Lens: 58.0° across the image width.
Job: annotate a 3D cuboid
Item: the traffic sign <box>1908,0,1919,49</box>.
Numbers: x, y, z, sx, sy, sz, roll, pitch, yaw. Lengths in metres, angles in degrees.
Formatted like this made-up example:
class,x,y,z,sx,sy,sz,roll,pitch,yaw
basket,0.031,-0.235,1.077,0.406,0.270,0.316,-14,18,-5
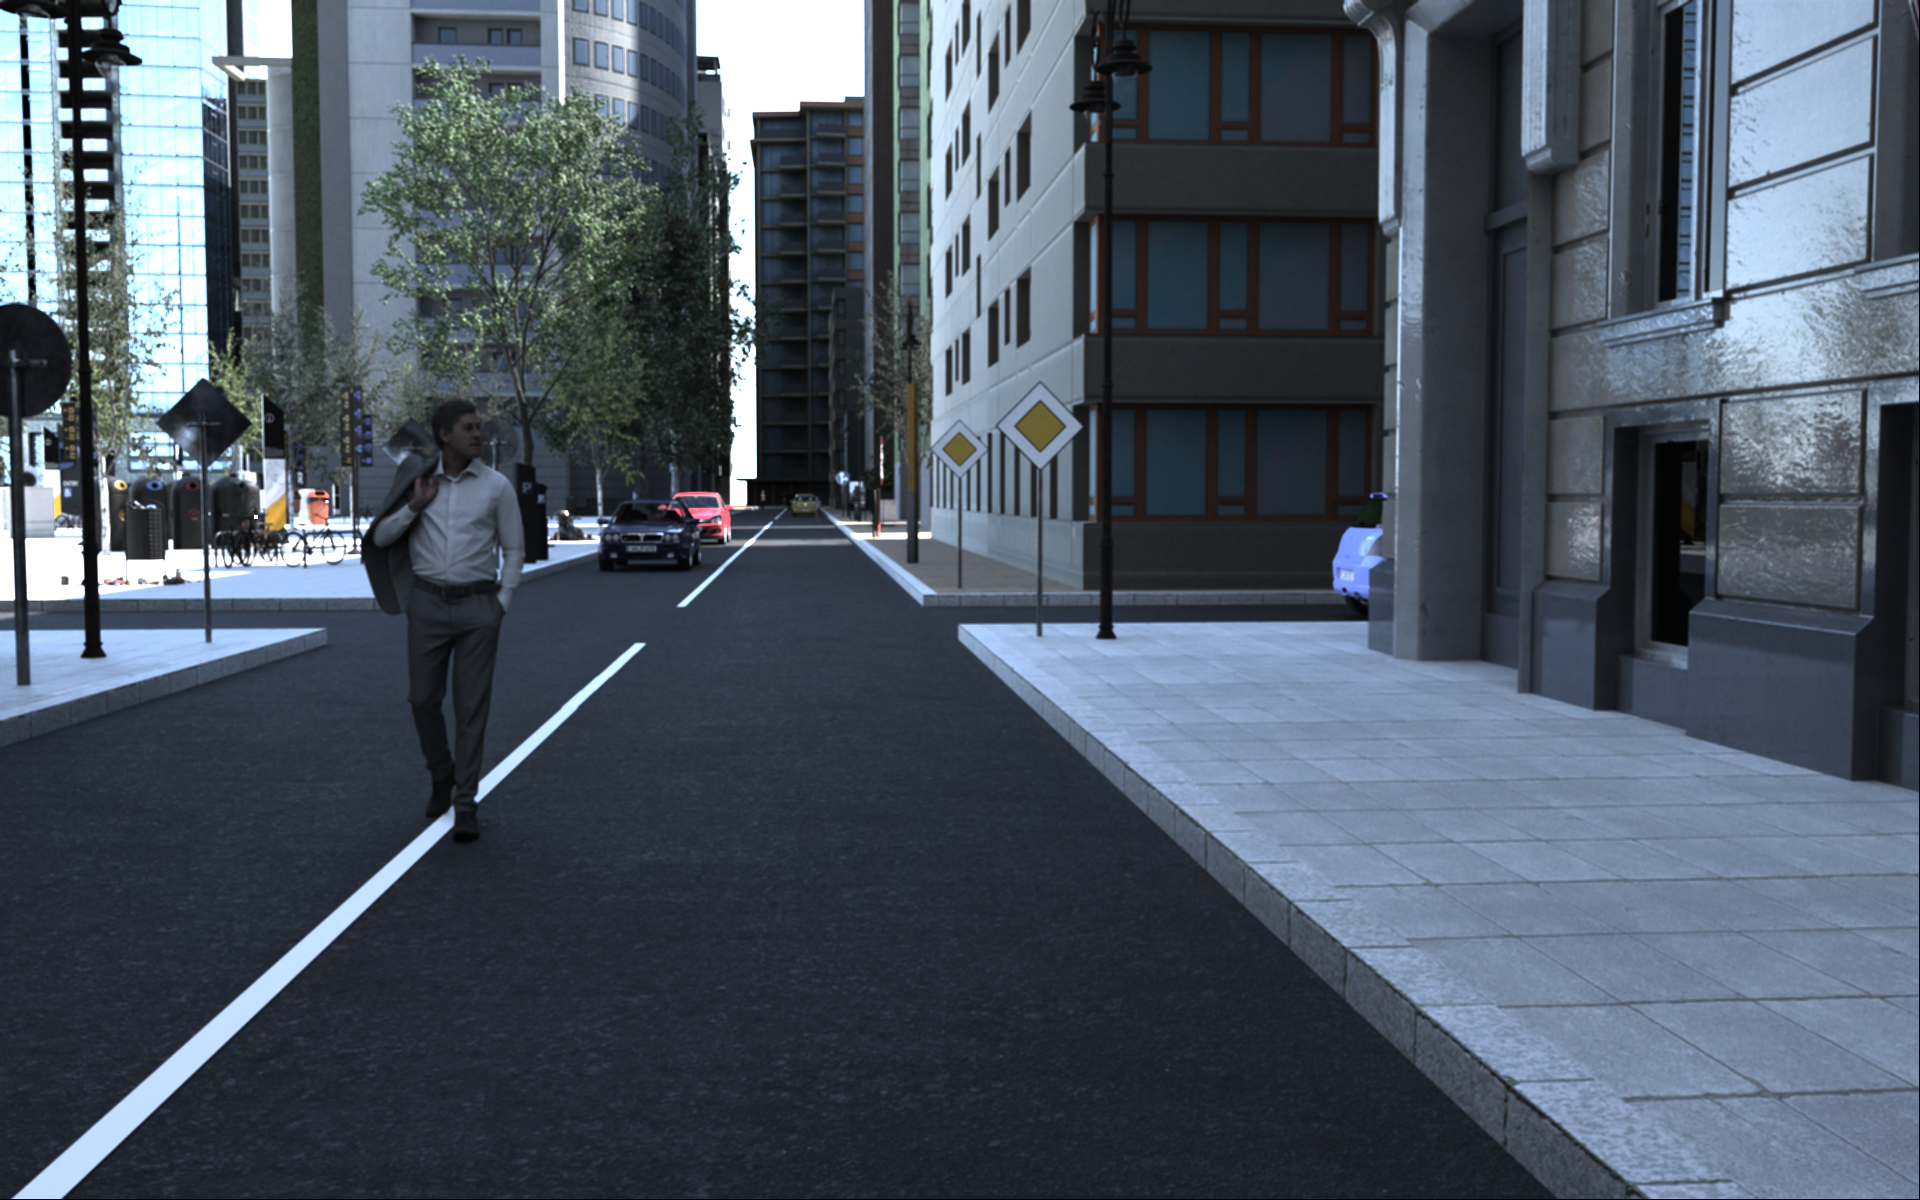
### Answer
class,x,y,z,sx,sy,sz,roll,pitch,yaw
traffic sign,1.957,-0.175,2.975,0.768,2.556,0.104,0,4,0

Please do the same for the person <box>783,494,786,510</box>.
class,x,y,z,sx,sy,sz,roll,pitch,yaw
person,-16.214,-9.033,159.405,0.599,1.433,0.991,0,4,-4

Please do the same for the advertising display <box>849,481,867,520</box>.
class,x,y,z,sx,sy,sz,roll,pitch,yaw
advertising display,-5.020,-4.881,85.024,0.974,1.923,0.123,2,4,29

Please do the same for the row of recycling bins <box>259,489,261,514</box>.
class,x,y,z,sx,sy,sz,roll,pitch,yaw
row of recycling bins,-21.759,-2.580,49.304,3.534,1.692,1.069,-1,4,-12

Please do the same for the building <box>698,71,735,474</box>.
class,x,y,z,sx,sy,sz,roll,pitch,yaw
building,-40.343,-34.972,191.408,30.456,49.044,23.786,0,4,-5

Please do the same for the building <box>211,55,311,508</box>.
class,x,y,z,sx,sy,sz,roll,pitch,yaw
building,-48.667,-28.242,153.632,23.993,40.220,32.217,0,4,-5

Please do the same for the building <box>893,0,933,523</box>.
class,x,y,z,sx,sy,sz,roll,pitch,yaw
building,3.404,-24.964,91.754,14.154,41.232,14.086,0,4,-5

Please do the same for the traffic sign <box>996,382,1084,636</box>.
class,x,y,z,sx,sy,sz,roll,pitch,yaw
traffic sign,0.714,-0.729,15.564,0.795,2.450,0.064,0,4,-5

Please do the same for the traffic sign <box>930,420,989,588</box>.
class,x,y,z,sx,sy,sz,roll,pitch,yaw
traffic sign,-0.009,-1.216,23.516,0.795,2.450,0.064,0,4,-5

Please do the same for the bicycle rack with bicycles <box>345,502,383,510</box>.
class,x,y,z,sx,sy,sz,roll,pitch,yaw
bicycle rack with bicycles,-26.210,-3.949,77.948,2.852,0.926,2.925,1,4,15

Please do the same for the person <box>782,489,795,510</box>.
class,x,y,z,sx,sy,sz,roll,pitch,yaw
person,-15.243,-8.941,154.312,1.348,1.869,0.705,0,4,3

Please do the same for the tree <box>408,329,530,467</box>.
class,x,y,z,sx,sy,sz,roll,pitch,yaw
tree,-20.470,-7.489,72.801,4.360,8.622,3.978,0,3,0

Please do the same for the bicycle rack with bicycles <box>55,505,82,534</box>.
class,x,y,z,sx,sy,sz,roll,pitch,yaw
bicycle rack with bicycles,-27.061,-2.576,55.504,2.925,0.926,2.852,2,4,26

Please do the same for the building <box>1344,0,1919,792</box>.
class,x,y,z,sx,sy,sz,roll,pitch,yaw
building,10.452,-13.362,4.376,13.634,28.700,20.117,0,4,-5

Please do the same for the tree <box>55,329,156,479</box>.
class,x,y,z,sx,sy,sz,roll,pitch,yaw
tree,-38.760,-7.814,78.125,4.737,8.622,4.395,0,3,0

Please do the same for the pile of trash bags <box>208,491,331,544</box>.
class,x,y,z,sx,sy,sz,roll,pitch,yaw
pile of trash bags,-17.998,-2.145,44.817,3.447,1.369,1.912,-3,5,-44

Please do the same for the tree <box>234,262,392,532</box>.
class,x,y,z,sx,sy,sz,roll,pitch,yaw
tree,-21.319,-6.425,55.408,4.360,8.622,3.978,0,3,0

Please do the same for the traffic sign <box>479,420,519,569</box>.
class,x,y,z,sx,sy,sz,roll,pitch,yaw
traffic sign,-7.935,-1.805,29.625,0.768,2.556,0.104,0,4,-5

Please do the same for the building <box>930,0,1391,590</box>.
class,x,y,z,sx,sy,sz,roll,pitch,yaw
building,14.785,-11.771,37.497,28.899,21.520,27.650,0,4,-5

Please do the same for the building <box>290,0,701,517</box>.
class,x,y,z,sx,sy,sz,roll,pitch,yaw
building,-28.017,-34.714,109.577,21.231,58.520,28.212,0,4,-5

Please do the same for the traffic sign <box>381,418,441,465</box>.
class,x,y,z,sx,sy,sz,roll,pitch,yaw
traffic sign,-7.225,-1.177,22.883,0.795,2.450,0.064,0,4,-5

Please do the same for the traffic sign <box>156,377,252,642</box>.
class,x,y,z,sx,sy,sz,roll,pitch,yaw
traffic sign,-6.502,-0.690,14.931,0.795,2.450,0.064,0,4,-5

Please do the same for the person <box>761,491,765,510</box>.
class,x,y,z,sx,sy,sz,roll,pitch,yaw
person,-17.967,-9.161,158.816,0.750,1.759,0.617,2,4,31

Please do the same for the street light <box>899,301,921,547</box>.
class,x,y,z,sx,sy,sz,roll,pitch,yaw
street light,-1.205,-4.209,41.601,0.468,5.910,1.993,0,4,-5

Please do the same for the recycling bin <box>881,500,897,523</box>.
class,x,y,z,sx,sy,sz,roll,pitch,yaw
recycling bin,-3.291,-4.029,78.420,0.722,1.027,0.722,-1,4,-17

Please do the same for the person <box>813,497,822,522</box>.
class,x,y,z,sx,sy,sz,roll,pitch,yaw
person,-7.204,-4.571,87.508,0.475,1.303,0.640,-3,5,-40

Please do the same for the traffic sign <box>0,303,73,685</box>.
class,x,y,z,sx,sy,sz,roll,pitch,yaw
traffic sign,-6.300,-0.702,11.576,0.768,2.556,0.104,0,4,4

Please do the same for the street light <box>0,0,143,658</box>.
class,x,y,z,sx,sy,sz,roll,pitch,yaw
street light,-6.820,-2.487,13.454,0.468,5.910,1.993,0,4,-5

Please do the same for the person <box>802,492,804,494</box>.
class,x,y,z,sx,sy,sz,roll,pitch,yaw
person,-12.599,-7.872,138.680,0.415,1.643,0.593,-3,5,-41

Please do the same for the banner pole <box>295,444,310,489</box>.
class,x,y,z,sx,sy,sz,roll,pitch,yaw
banner pole,-31.663,-5.721,83.550,0.863,3.779,0.401,-3,4,-37

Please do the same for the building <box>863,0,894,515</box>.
class,x,y,z,sx,sy,sz,roll,pitch,yaw
building,1.282,-27.869,105.774,14.600,45.320,14.200,0,4,-5

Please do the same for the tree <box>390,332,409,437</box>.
class,x,y,z,sx,sy,sz,roll,pitch,yaw
tree,-23.562,-7.083,66.177,4.360,8.622,3.978,0,3,0

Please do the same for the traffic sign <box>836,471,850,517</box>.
class,x,y,z,sx,sy,sz,roll,pitch,yaw
traffic sign,-6.402,-5.794,94.833,0.768,2.556,0.104,0,4,-4

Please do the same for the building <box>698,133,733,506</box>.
class,x,y,z,sx,sy,sz,roll,pitch,yaw
building,-26.781,-22.969,147.239,14.160,30.474,14.107,0,4,-5

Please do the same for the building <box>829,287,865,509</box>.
class,x,y,z,sx,sy,sz,roll,pitch,yaw
building,1.978,-19.280,160.261,27.650,21.520,28.899,0,4,-5

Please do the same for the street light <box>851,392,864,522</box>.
class,x,y,z,sx,sy,sz,roll,pitch,yaw
street light,-4.562,-6.465,78.488,0.468,5.910,1.993,0,4,-5

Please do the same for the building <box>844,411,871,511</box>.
class,x,y,z,sx,sy,sz,roll,pitch,yaw
building,2.851,-49.843,127.610,22.319,86.520,31.000,0,4,-5

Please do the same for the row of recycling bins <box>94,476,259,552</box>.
class,x,y,z,sx,sy,sz,roll,pitch,yaw
row of recycling bins,-18.156,-1.997,39.761,3.534,1.692,1.069,-3,5,-44

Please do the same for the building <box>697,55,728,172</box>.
class,x,y,z,sx,sy,sz,roll,pitch,yaw
building,-28.968,-29.381,163.975,14.086,41.232,14.154,0,4,-5

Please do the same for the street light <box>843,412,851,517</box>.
class,x,y,z,sx,sy,sz,roll,pitch,yaw
street light,-6.304,-7.625,97.451,0.468,5.910,1.993,0,4,-5

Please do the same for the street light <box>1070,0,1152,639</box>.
class,x,y,z,sx,sy,sz,roll,pitch,yaw
street light,1.299,-2.595,15.215,0.468,5.910,1.993,0,4,-5

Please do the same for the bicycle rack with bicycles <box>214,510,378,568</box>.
class,x,y,z,sx,sy,sz,roll,pitch,yaw
bicycle rack with bicycles,-12.202,-1.077,30.994,2.852,0.926,2.925,1,4,14

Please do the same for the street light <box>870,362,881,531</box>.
class,x,y,z,sx,sy,sz,roll,pitch,yaw
street light,-2.935,-5.354,60.328,0.468,5.910,1.993,0,4,-5

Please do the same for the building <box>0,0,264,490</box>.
class,x,y,z,sx,sy,sz,roll,pitch,yaw
building,-76.521,-51.513,154.911,31.000,86.520,22.319,0,4,-5

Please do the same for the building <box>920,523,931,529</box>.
class,x,y,z,sx,sy,sz,roll,pitch,yaw
building,5.266,-23.620,69.788,14.154,41.232,14.086,0,4,-5

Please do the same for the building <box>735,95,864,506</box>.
class,x,y,z,sx,sy,sz,roll,pitch,yaw
building,-10.327,-32.959,193.496,28.867,44.769,22.147,0,4,-5

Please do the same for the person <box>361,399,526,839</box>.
class,x,y,z,sx,sy,sz,roll,pitch,yaw
person,-2.211,0.071,7.434,0.679,1.850,0.850,-1,4,-13

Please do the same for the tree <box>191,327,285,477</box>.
class,x,y,z,sx,sy,sz,roll,pitch,yaw
tree,-32.443,-7.782,77.590,4.737,8.622,4.395,0,3,0
